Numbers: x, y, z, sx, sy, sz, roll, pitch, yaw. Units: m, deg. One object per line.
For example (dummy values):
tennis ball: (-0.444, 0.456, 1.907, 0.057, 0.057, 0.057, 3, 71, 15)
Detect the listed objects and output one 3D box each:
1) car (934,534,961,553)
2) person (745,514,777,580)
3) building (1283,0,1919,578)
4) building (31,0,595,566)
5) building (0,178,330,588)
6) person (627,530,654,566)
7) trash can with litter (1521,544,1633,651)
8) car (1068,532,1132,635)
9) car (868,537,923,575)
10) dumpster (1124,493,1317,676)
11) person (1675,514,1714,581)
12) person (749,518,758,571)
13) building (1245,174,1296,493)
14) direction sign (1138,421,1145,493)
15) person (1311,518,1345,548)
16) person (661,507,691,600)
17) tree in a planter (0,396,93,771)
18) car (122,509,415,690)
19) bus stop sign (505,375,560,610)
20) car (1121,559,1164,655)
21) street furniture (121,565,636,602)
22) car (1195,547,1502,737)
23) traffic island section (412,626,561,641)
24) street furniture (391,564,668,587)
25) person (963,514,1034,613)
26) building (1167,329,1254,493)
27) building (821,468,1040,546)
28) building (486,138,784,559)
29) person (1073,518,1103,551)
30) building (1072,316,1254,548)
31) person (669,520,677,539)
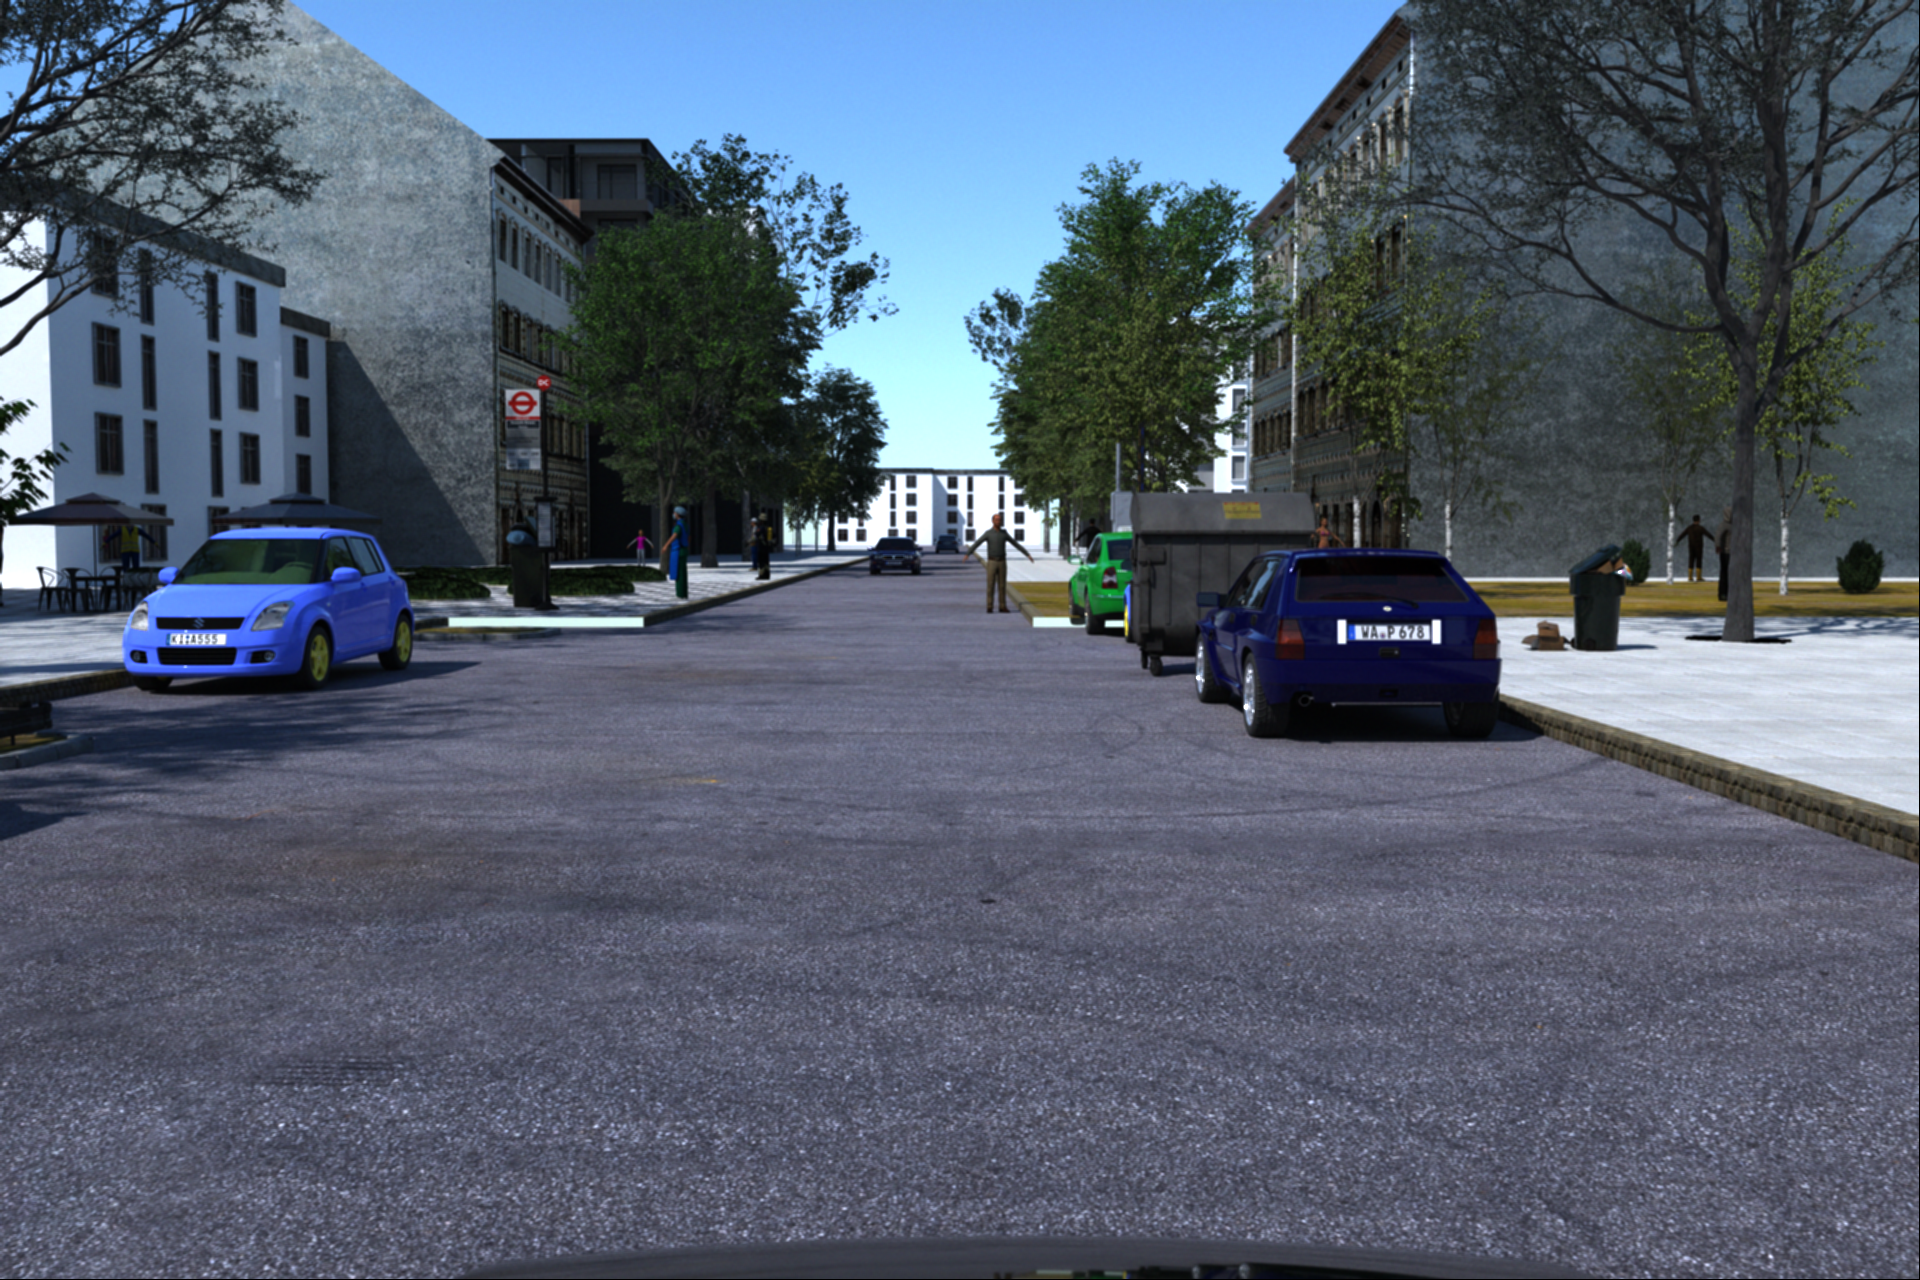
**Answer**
car: (-0.953, -7.200, 129.720, 2.014, 1.417, 4.499, 0, 4, 0)
person: (-5.525, -2.615, 48.534, 0.705, 1.856, 1.354, 2, 4, 32)
building: (22.389, -13.961, 59.195, 19.493, 23.208, 18.063, 0, 4, 0)
building: (-27.911, -15.100, 77.810, 19.493, 23.208, 18.063, 0, 4, -1)
building: (-25.809, -6.891, 54.807, 9.099, 9.664, 28.070, 0, 4, 0)
person: (-11.288, -3.177, 61.208, 0.991, 1.433, 0.599, 1, 4, 11)
trash can with litter: (6.784, -0.469, 19.050, 1.055, 1.170, 0.624, 0, 4, 0)
car: (2.651, -1.052, 26.003, 1.959, 1.807, 4.718, 0, 4, -1)
car: (-2.293, -3.013, 61.845, 1.945, 1.354, 3.894, 0, 4, 0)
dumpster: (2.672, -0.591, 17.885, 1.865, 1.857, 1.264, 0, 4, 0)
person: (20.041, -2.507, 47.130, 0.704, 1.812, 1.346, -3, 4, -38)
person: (-7.218, -3.349, 60.616, 0.705, 1.847, 1.347, 0, 4, 2)
building: (23.794, -15.071, 77.345, 19.493, 23.208, 18.063, 0, 3, 0)
direction sign: (3.695, -2.650, 35.330, 0.379, 3.537, 0.876, 0, 4, -1)
person: (9.989, -2.480, 47.346, 1.217, 1.733, 0.721, -1, 4, -22)
person: (-5.499, -1.696, 33.855, 0.704, 1.817, 1.347, 1, 4, 11)
tree in a planter: (-6.731, -0.836, 10.889, 1.991, 3.239, 1.994, 0, 4, 0)
car: (-6.710, -0.455, 17.024, 1.945, 1.707, 3.694, 0, 4, 0)
bus stop sign: (-7.205, -2.476, 29.189, 0.855, 3.939, 0.416, 0, 4, -1)
car: (3.022, -0.743, 21.743, 1.945, 1.707, 3.694, 0, 4, 0)
street furniture: (-12.128, -1.242, 35.927, 10.072, 0.657, 5.734, 1, 4, 15)
car: (2.890, -0.059, 13.545, 1.945, 1.354, 3.894, 0, 3, 0)
traffic island section: (-6.702, -0.085, 24.262, 1.991, 0.108, 1.994, 0, 4, 1)
street furniture: (-12.416, -1.746, 44.168, 10.072, 0.657, 5.734, -1, 4, -15)
person: (0.677, -1.395, 31.536, 1.348, 1.796, 0.705, -1, 4, -16)
building: (24.358, -18.520, 159.225, 16.016, 20.090, 11.380, 0, 4, 0)
building: (-3.711, -16.894, 220.821, 28.070, 9.664, 9.099, 0, 4, -4)
building: (-26.522, -16.035, 106.149, 27.936, 21.610, 32.646, 0, 4, 0)
person: (4.623, -3.339, 60.530, 1.347, 1.837, 0.705, 0, 4, 8)
building: (25.399, -20.479, 178.811, 27.936, 21.610, 32.646, 0, 4, 0)
person: (-10.830, -3.663, 66.085, 1.347, 1.806, 0.705, 3, 5, 41)
